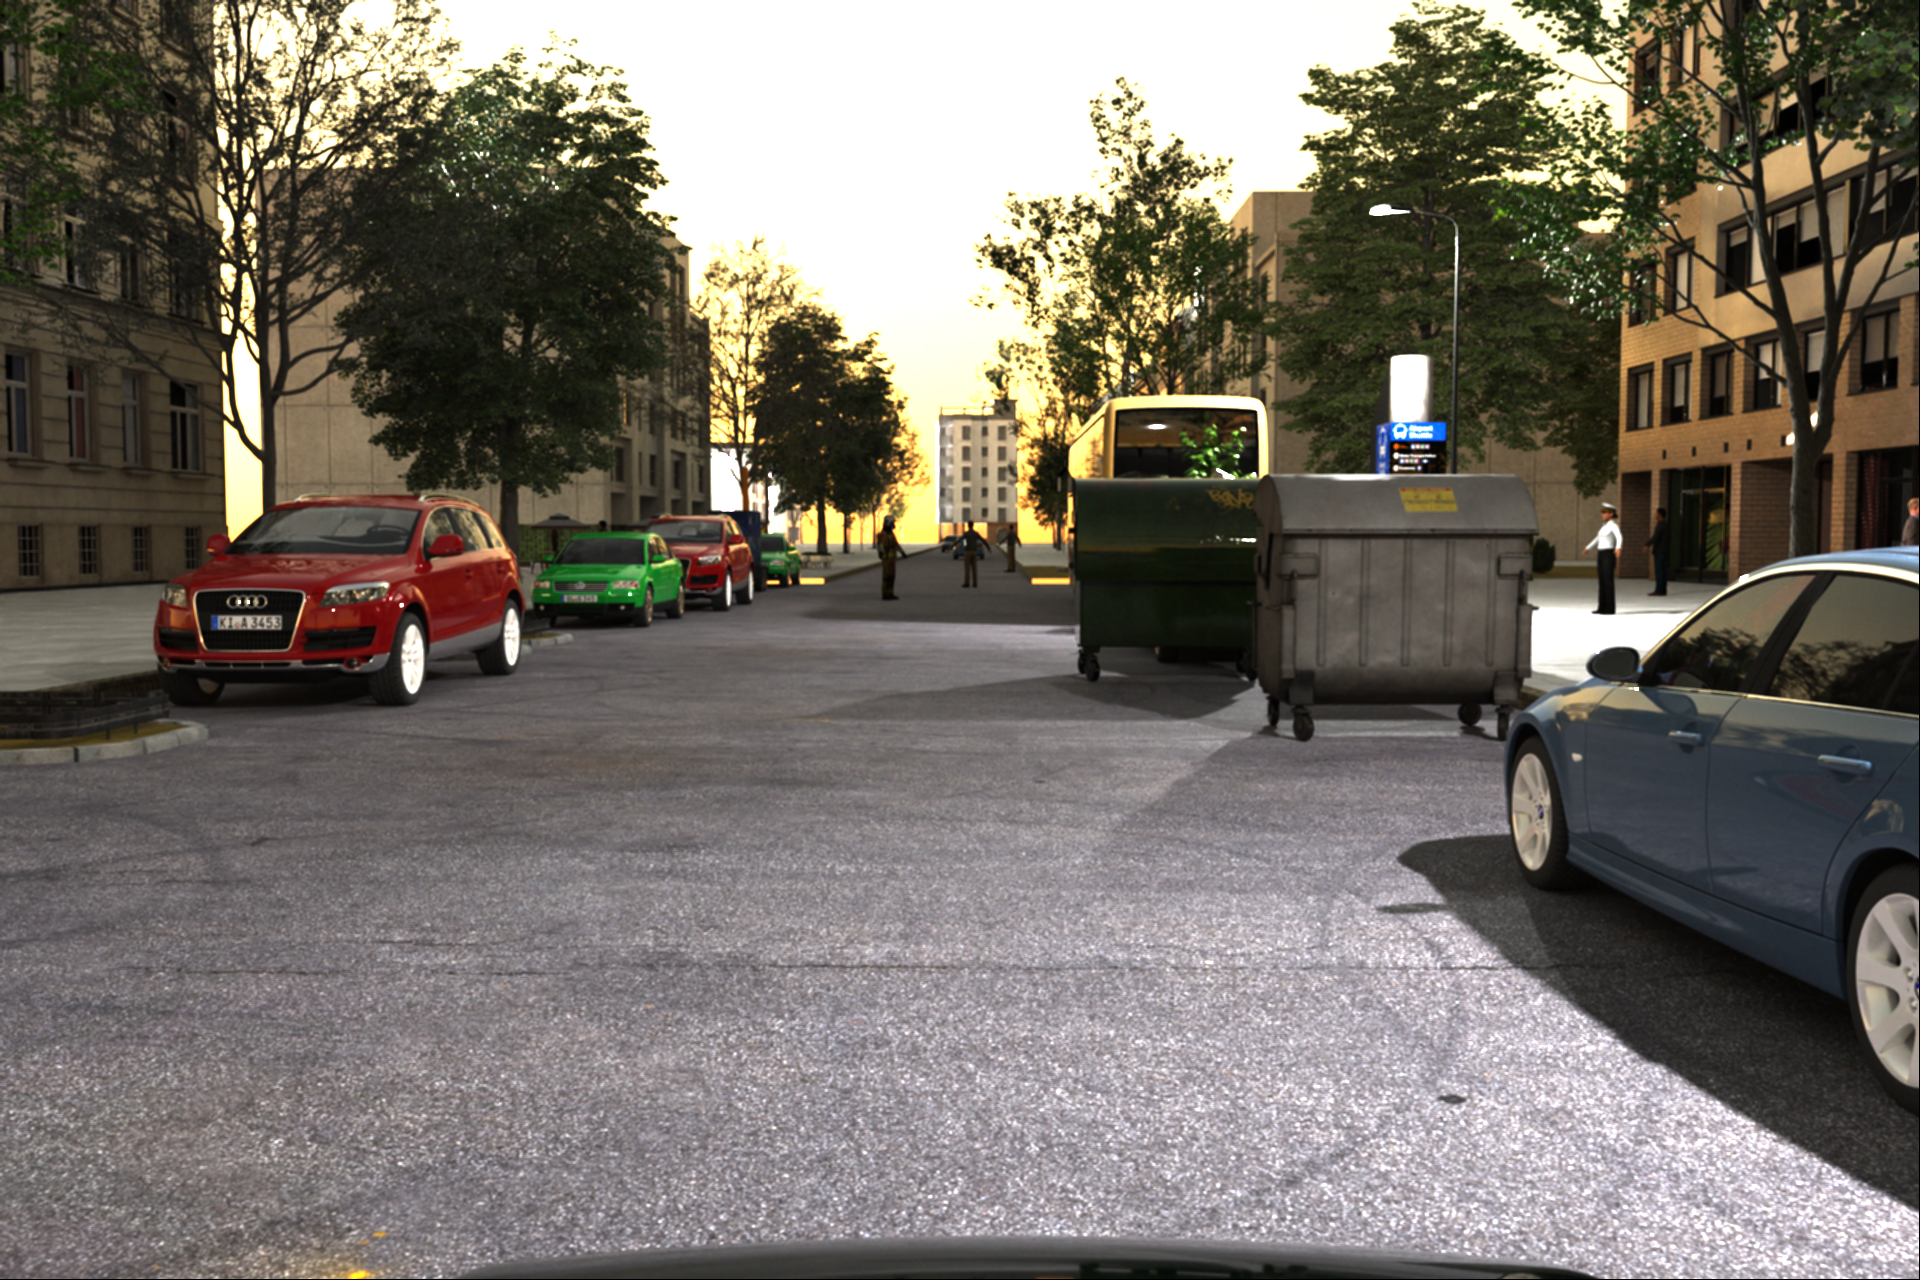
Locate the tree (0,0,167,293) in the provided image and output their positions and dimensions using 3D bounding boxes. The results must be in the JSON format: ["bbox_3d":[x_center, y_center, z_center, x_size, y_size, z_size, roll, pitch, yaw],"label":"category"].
[{"bbox_3d":[-12.367,-5.674,18.522,9.928,11.665,9.643,0,3,0],"label":"tree"}]

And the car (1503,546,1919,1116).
[{"bbox_3d":[3.183,0.397,5.519,2.014,1.417,4.499,0,4,0],"label":"car"}]

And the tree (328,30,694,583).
[{"bbox_3d":[-11.851,-8.450,44.813,9.857,13.997,8.962,0,3,0],"label":"tree"}]

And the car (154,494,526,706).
[{"bbox_3d":[-5.567,-0.457,16.138,2.281,1.827,5.304,0,4,0],"label":"car"}]

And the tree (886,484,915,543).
[{"bbox_3d":[-8.523,-18.171,247.454,4.737,8.622,4.395,0,3,0],"label":"tree"}]

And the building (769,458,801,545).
[{"bbox_3d":[-23.264,-16.081,205.078,9.099,9.664,28.070,0,4,1],"label":"building"}]

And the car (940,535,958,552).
[{"bbox_3d":[-0.579,-7.598,136.804,1.945,1.354,3.894,0,4,0],"label":"car"}]

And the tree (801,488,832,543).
[{"bbox_3d":[-22.569,-20.450,244.720,12.009,13.543,11.850,0,3,0],"label":"tree"}]

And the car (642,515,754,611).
[{"bbox_3d":[-5.275,-1.540,33.847,2.281,1.827,5.304,0,4,1],"label":"car"}]

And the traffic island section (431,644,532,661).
[{"bbox_3d":[-6.176,0.146,20.484,1.991,0.108,1.994,0,4,1],"label":"traffic island section"}]

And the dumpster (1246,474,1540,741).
[{"bbox_3d":[3.063,-0.259,12.443,1.865,1.857,1.264,0,4,-1],"label":"dumpster"}]

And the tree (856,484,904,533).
[{"bbox_3d":[-11.139,-18.730,240.652,7.601,10.594,8.767,0,4,1],"label":"tree"}]

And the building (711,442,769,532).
[{"bbox_3d":[-23.370,-14.060,172.024,9.099,9.664,28.070,0,4,1],"label":"building"}]

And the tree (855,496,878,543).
[{"bbox_3d":[-12.927,-18.173,247.497,4.360,8.622,3.978,0,3,0],"label":"tree"}]

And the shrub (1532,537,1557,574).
[{"bbox_3d":[18.848,-2.755,56.169,1.383,1.207,1.383,0,3,0],"label":"shrub"}]

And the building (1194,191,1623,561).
[{"bbox_3d":[23.542,-14.160,97.970,16.747,18.905,31.486,0,4,1],"label":"building"}]

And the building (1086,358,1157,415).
[{"bbox_3d":[25.117,-23.319,212.186,19.493,23.208,18.063,0,4,1],"label":"building"}]

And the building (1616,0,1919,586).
[{"bbox_3d":[28.266,-13.396,25.604,21.656,26.213,47.522,0,4,1],"label":"building"}]

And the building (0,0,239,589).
[{"bbox_3d":[-27.778,-12.338,33.750,16.112,23.069,30.059,0,3,0],"label":"building"}]

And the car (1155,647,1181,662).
[{"bbox_3d":[3.085,-0.731,20.747,1.959,1.807,4.718,0,4,0],"label":"car"}]

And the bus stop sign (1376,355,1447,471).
[{"bbox_3d":[6.718,-2.252,25.841,0.837,3.901,0.837,0,4,0],"label":"bus stop sign"}]

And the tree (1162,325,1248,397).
[{"bbox_3d":[8.828,-6.758,60.851,4.360,8.622,3.978,0,3,0],"label":"tree"}]

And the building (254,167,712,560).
[{"bbox_3d":[-25.318,-14.260,99.610,16.747,18.905,31.486,0,4,1],"label":"building"}]

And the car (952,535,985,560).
[{"bbox_3d":[0.512,-5.294,98.556,2.014,1.417,4.499,0,4,1],"label":"car"}]

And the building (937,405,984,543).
[{"bbox_3d":[-2.985,-23.701,246.387,11.380,20.090,16.016,0,4,3],"label":"building"}]

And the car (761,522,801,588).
[{"bbox_3d":[-5.433,-2.382,47.743,1.959,1.807,4.718,0,4,1],"label":"car"}]

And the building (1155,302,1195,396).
[{"bbox_3d":[24.773,-18.208,128.635,19.493,23.208,18.063,0,4,1],"label":"building"}]

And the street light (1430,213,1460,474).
[{"bbox_3d":[7.562,-3.181,24.554,1.470,5.913,1.316,0,4,1],"label":"street light"}]

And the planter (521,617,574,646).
[{"bbox_3d":[-6.203,-0.105,22.858,1.991,0.319,1.994,0,4,1],"label":"planter"}]

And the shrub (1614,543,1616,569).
[{"bbox_3d":[24.224,-3.204,63.495,1.383,1.207,1.383,0,3,0],"label":"shrub"}]

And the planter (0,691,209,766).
[{"bbox_3d":[-6.274,0.578,11.687,1.991,0.319,1.994,0,4,1],"label":"planter"}]

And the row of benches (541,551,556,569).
[{"bbox_3d":[-14.658,-2.914,63.108,1.422,0.672,4.104,-1,4,-22],"label":"row of benches"}]

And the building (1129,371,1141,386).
[{"bbox_3d":[24.584,-21.038,200.387,16.016,20.090,11.380,0,4,1],"label":"building"}]

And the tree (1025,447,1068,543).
[{"bbox_3d":[14.052,-20.472,241.364,9.857,13.997,8.962,0,3,0],"label":"tree"}]

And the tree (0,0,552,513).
[{"bbox_3d":[-12.415,-7.352,30.580,12.009,13.543,11.850,0,3,0],"label":"tree"}]

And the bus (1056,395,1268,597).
[{"bbox_3d":[3.522,-2.511,32.599,2.896,3.916,12.252,0,4,1],"label":"bus"}]

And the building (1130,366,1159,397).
[{"bbox_3d":[27.377,-20.967,173.731,19.493,23.208,18.063,0,4,0],"label":"building"}]

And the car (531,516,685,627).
[{"bbox_3d":[-5.630,-1.179,28.066,1.959,1.807,4.718,0,4,1],"label":"car"}]
